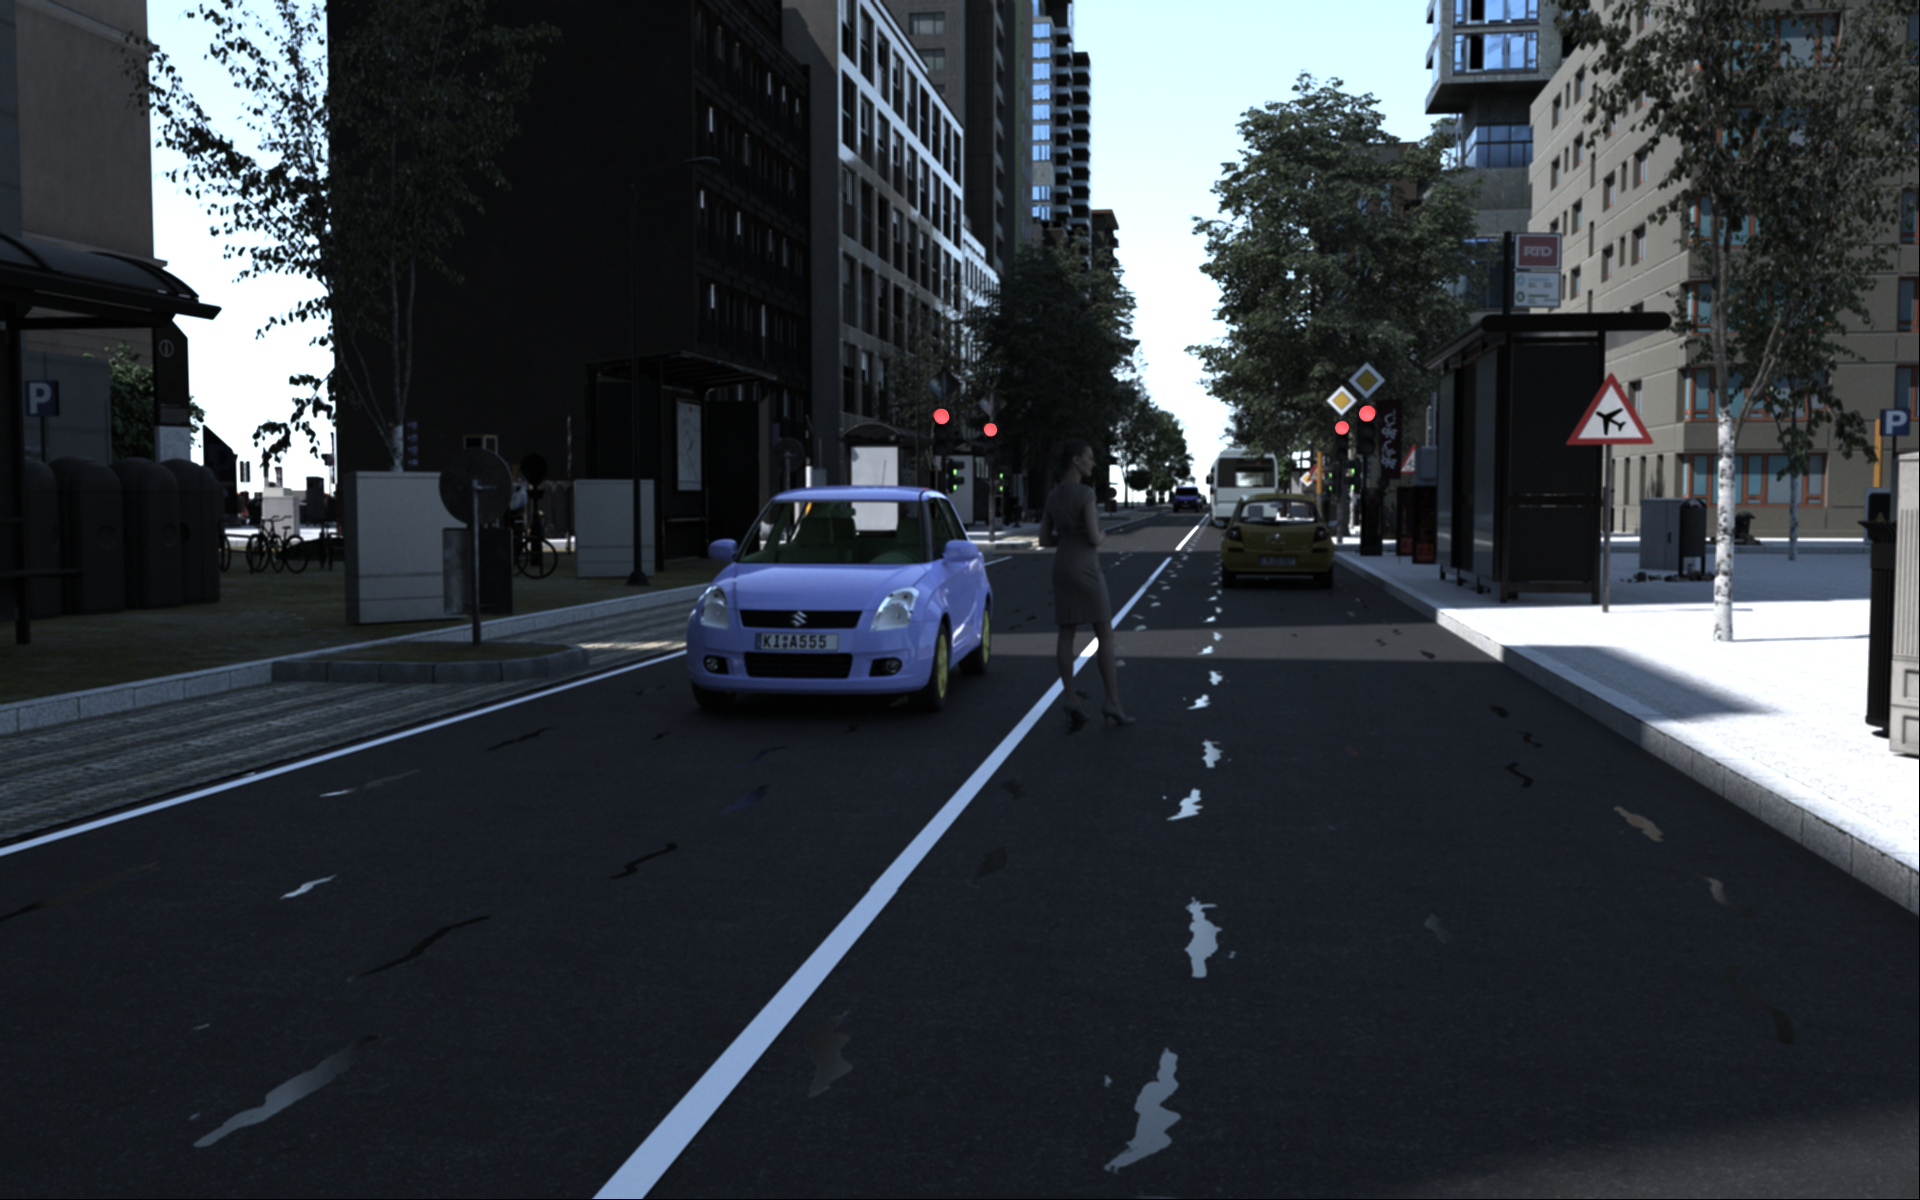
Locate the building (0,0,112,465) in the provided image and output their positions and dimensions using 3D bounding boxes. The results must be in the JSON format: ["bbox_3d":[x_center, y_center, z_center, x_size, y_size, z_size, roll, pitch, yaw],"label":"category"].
[{"bbox_3d":[-27.214,-35.646,21.067,20.611,71.187,20.563,1,4,9],"label":"building"}]

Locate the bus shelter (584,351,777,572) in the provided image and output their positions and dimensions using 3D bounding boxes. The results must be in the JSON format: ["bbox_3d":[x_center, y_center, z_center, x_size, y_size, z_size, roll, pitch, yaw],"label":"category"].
[{"bbox_3d":[-4.951,-2.469,31.645,1.731,3.624,6.357,1,4,9],"label":"bus shelter"}]

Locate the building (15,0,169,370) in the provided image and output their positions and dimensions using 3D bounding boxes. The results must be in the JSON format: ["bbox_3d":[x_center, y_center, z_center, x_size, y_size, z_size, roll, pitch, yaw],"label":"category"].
[{"bbox_3d":[-43.729,-17.168,66.599,20.117,28.700,13.634,1,4,9],"label":"building"}]

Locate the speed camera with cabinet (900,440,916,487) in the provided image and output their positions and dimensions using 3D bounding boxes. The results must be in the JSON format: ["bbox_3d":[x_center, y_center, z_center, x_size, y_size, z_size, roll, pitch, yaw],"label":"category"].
[{"bbox_3d":[-1.644,-4.229,63.478,0.660,3.252,2.038,-2,4,-31],"label":"speed camera with cabinet"}]

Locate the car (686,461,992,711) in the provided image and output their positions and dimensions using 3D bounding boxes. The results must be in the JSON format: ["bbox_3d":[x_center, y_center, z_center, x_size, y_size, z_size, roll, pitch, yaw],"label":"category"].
[{"bbox_3d":[-0.776,-0.186,12.635,1.945,1.707,3.694,0,4,8],"label":"car"}]

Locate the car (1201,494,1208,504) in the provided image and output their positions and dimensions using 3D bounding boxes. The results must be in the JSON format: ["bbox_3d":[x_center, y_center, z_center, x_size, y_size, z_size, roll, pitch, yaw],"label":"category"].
[{"bbox_3d":[34.474,-14.568,247.973,2.009,1.686,4.222,0,4,7],"label":"car"}]

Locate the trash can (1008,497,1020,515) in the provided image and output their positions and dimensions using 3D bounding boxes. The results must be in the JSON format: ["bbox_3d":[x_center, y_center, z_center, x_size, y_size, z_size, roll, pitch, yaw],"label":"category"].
[{"bbox_3d":[2.597,-4.520,85.555,0.748,1.137,0.748,0,3,0],"label":"trash can"}]

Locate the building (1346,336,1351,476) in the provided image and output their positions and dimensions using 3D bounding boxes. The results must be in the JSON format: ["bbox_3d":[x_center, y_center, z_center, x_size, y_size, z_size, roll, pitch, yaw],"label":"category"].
[{"bbox_3d":[52.677,-19.802,168.797,27.650,21.520,28.899,1,4,9],"label":"building"}]

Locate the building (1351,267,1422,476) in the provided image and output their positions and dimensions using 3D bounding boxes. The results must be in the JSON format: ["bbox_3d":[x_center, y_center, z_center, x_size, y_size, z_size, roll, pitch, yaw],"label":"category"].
[{"bbox_3d":[47.216,-18.068,140.450,27.650,21.520,28.899,1,4,9],"label":"building"}]

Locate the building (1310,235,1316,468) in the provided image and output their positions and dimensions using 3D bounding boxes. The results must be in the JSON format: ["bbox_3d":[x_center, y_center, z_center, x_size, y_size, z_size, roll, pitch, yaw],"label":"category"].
[{"bbox_3d":[56.429,-34.244,243.489,14.154,41.232,14.086,1,4,9],"label":"building"}]

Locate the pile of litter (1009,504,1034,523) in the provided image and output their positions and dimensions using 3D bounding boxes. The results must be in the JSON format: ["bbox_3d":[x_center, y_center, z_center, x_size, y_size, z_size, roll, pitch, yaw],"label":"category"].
[{"bbox_3d":[2.866,-3.953,78.593,1.719,0.858,1.176,-3,5,-43],"label":"pile of litter"}]

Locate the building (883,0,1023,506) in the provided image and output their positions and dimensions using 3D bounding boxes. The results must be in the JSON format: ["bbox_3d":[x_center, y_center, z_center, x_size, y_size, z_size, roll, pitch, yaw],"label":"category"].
[{"bbox_3d":[-3.057,-27.306,130.048,14.154,41.232,14.086,1,4,9],"label":"building"}]

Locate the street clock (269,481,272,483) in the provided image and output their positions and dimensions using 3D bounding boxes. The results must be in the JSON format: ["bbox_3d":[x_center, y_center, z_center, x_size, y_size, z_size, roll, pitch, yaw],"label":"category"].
[{"bbox_3d":[-39.522,-5.803,99.451,0.471,2.002,0.358,-3,5,-40],"label":"street clock"}]

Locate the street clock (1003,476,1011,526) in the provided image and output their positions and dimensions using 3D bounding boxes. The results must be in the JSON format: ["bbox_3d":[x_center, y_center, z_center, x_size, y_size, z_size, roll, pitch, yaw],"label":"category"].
[{"bbox_3d":[1.909,-4.019,70.274,0.358,2.002,0.471,0,4,7],"label":"street clock"}]

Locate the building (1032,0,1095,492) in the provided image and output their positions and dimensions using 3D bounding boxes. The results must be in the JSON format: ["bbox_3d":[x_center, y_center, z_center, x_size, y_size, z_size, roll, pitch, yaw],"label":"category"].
[{"bbox_3d":[7.255,-56.034,228.834,22.319,86.520,31.000,1,4,9],"label":"building"}]

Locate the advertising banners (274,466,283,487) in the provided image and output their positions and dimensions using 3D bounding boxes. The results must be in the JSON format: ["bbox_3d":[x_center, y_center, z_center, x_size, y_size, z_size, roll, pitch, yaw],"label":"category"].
[{"bbox_3d":[-42.290,-6.934,109.561,2.074,3.025,0.090,-3,4,-36],"label":"advertising banners"}]

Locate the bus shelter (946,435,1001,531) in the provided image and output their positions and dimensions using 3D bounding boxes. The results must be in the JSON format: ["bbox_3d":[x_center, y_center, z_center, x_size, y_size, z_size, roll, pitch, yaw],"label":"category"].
[{"bbox_3d":[0.122,-4.199,62.573,2.014,3.302,5.546,1,4,9],"label":"bus shelter"}]

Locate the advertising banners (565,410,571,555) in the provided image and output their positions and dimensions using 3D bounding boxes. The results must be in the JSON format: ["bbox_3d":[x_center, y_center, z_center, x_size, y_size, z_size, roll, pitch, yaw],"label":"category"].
[{"bbox_3d":[-8.363,-2.495,36.985,0.090,3.025,2.074,-1,4,-15],"label":"advertising banners"}]

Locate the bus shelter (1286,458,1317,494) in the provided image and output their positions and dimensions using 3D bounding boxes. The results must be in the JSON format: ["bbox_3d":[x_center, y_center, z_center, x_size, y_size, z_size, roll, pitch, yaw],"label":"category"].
[{"bbox_3d":[19.789,-6.454,99.439,2.014,3.302,5.546,1,4,9],"label":"bus shelter"}]

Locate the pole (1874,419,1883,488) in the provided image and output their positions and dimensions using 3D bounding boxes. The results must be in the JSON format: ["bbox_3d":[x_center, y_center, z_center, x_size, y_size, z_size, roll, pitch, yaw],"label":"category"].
[{"bbox_3d":[25.107,-3.274,47.375,0.158,3.312,0.155,0,3,0],"label":"pole"}]

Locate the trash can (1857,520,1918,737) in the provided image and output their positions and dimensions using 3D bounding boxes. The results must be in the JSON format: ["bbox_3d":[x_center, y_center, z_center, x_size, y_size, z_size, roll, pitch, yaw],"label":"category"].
[{"bbox_3d":[5.118,0.156,9.099,0.748,1.137,0.748,0,3,0],"label":"trash can"}]

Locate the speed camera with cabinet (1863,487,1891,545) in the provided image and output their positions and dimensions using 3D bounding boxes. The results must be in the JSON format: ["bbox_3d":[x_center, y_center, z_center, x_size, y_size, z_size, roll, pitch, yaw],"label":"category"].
[{"bbox_3d":[23.413,-2.957,42.683,0.660,3.252,2.038,-2,4,-28],"label":"speed camera with cabinet"}]

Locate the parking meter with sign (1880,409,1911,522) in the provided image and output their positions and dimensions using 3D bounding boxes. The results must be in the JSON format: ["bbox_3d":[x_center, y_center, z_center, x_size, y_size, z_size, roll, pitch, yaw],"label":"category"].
[{"bbox_3d":[18.980,-2.355,34.770,0.543,3.016,1.738,1,4,13],"label":"parking meter with sign"}]

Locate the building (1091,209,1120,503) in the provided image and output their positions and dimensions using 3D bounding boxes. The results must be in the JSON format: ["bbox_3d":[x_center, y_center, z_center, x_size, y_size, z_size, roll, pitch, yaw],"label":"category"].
[{"bbox_3d":[12.350,-37.011,259.759,22.147,44.769,28.867,1,4,9],"label":"building"}]

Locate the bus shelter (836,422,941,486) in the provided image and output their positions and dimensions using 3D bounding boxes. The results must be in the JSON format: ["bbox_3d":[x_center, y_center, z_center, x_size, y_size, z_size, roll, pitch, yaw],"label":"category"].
[{"bbox_3d":[-2.069,-3.512,51.352,2.014,3.302,5.546,1,4,9],"label":"bus shelter"}]

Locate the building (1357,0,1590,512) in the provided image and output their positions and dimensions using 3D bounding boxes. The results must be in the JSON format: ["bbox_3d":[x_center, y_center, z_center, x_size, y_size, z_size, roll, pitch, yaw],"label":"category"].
[{"bbox_3d":[35.850,-48.117,99.376,22.319,86.520,31.000,1,4,9],"label":"building"}]

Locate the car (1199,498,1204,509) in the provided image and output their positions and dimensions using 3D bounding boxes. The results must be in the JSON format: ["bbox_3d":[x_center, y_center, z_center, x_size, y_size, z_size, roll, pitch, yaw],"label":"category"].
[{"bbox_3d":[22.086,-9.495,164.036,1.959,1.807,4.718,0,4,8],"label":"car"}]

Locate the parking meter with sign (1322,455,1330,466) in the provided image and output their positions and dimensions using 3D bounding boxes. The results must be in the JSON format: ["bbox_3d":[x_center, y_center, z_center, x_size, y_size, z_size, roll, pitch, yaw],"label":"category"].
[{"bbox_3d":[16.891,-4.968,77.481,0.543,3.016,1.738,-2,4,-33],"label":"parking meter with sign"}]

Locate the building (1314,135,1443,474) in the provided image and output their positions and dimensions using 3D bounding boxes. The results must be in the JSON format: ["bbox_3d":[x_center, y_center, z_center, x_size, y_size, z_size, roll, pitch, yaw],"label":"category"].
[{"bbox_3d":[51.643,-34.585,215.569,14.600,45.320,14.200,1,4,9],"label":"building"}]

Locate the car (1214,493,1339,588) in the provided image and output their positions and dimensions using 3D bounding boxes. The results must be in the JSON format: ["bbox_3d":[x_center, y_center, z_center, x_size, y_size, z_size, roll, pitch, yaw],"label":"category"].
[{"bbox_3d":[5.077,-1.076,27.811,2.015,1.641,3.980,1,4,10],"label":"car"}]

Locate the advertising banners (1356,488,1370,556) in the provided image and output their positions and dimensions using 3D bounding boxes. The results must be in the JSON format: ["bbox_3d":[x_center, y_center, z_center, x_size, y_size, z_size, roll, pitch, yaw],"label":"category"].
[{"bbox_3d":[9.258,-2.425,35.833,2.074,3.025,0.090,0,4,2],"label":"advertising banners"}]

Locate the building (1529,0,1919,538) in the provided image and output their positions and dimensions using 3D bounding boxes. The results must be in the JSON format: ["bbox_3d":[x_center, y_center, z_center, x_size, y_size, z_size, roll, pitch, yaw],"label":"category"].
[{"bbox_3d":[37.532,-13.245,61.592,28.899,21.520,27.650,1,4,9],"label":"building"}]

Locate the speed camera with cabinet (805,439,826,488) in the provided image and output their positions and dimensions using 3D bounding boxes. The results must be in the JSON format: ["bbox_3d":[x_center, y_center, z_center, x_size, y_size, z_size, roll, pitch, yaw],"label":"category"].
[{"bbox_3d":[-5.566,-4.181,62.690,0.660,3.252,2.038,-2,4,-33],"label":"speed camera with cabinet"}]

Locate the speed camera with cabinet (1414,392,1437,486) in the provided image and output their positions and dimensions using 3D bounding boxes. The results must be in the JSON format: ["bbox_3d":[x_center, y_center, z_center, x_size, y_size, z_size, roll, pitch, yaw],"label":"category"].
[{"bbox_3d":[9.803,-2.382,33.288,2.038,3.252,0.660,3,5,40],"label":"speed camera with cabinet"}]

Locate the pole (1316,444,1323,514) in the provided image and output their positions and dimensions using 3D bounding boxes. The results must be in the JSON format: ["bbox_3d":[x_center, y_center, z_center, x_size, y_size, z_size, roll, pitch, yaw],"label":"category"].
[{"bbox_3d":[13.773,-4.436,66.364,0.158,3.312,0.155,0,3,0],"label":"pole"}]

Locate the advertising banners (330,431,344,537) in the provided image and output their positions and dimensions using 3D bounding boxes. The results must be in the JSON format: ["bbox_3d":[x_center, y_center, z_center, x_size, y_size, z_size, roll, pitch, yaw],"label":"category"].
[{"bbox_3d":[-17.682,-3.247,49.282,0.090,3.025,2.074,-1,4,-9],"label":"advertising banners"}]

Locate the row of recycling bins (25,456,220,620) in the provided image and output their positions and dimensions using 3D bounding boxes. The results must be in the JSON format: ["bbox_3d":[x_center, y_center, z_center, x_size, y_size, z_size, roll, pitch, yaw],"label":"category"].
[{"bbox_3d":[-9.445,-0.737,19.158,1.069,1.692,3.534,1,4,12],"label":"row of recycling bins"}]

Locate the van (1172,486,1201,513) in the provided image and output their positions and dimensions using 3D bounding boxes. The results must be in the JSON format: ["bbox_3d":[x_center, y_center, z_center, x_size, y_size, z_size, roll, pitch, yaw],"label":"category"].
[{"bbox_3d":[17.583,-7.941,134.223,2.240,2.365,5.245,1,4,9],"label":"van"}]

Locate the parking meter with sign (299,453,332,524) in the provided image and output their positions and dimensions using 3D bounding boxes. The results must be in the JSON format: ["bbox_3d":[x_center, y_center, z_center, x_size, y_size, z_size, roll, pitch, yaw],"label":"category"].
[{"bbox_3d":[-27.704,-4.782,74.453,1.738,3.016,0.543,2,4,24],"label":"parking meter with sign"}]

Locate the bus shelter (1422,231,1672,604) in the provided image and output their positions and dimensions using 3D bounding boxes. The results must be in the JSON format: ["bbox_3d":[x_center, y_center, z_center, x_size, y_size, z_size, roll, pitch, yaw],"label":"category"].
[{"bbox_3d":[7.781,-2.856,24.321,2.179,5.291,8.768,1,4,9],"label":"bus shelter"}]

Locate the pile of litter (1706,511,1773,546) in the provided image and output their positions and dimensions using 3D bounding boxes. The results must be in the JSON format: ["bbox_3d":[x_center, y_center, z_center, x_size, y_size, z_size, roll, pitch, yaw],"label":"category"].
[{"bbox_3d":[19.595,-1.817,43.668,1.176,0.858,1.719,-1,4,-20],"label":"pile of litter"}]

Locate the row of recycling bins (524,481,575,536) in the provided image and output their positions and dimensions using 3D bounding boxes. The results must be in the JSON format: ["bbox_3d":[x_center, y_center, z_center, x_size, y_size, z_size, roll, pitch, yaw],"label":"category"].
[{"bbox_3d":[-12.501,-2.831,53.392,1.069,1.692,3.534,0,4,6],"label":"row of recycling bins"}]

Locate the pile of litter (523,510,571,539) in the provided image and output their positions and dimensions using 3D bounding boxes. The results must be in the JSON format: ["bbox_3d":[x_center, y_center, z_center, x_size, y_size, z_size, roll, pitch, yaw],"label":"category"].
[{"bbox_3d":[-12.015,-2.182,49.634,1.719,0.858,1.176,1,4,22],"label":"pile of litter"}]

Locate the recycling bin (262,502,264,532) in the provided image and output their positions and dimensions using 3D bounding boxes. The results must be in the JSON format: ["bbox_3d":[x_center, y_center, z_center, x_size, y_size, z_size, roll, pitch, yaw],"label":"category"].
[{"bbox_3d":[-23.163,-2.820,58.662,0.722,1.027,0.722,0,4,-7],"label":"recycling bin"}]

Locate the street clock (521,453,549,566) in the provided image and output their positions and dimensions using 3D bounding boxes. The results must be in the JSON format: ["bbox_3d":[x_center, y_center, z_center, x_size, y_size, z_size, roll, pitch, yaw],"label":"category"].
[{"bbox_3d":[-7.600,-1.617,31.015,0.471,2.002,0.358,0,4,-4],"label":"street clock"}]

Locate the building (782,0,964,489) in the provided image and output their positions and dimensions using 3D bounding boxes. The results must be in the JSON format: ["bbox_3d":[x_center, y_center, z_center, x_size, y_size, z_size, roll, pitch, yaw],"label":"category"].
[{"bbox_3d":[-11.886,-17.406,89.104,19.350,26.468,34.151,1,4,9],"label":"building"}]

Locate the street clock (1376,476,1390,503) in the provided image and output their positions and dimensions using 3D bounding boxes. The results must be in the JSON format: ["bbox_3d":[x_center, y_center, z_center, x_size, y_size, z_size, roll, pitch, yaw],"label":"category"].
[{"bbox_3d":[16.668,-3.896,68.268,0.471,2.002,0.358,-1,4,-17],"label":"street clock"}]

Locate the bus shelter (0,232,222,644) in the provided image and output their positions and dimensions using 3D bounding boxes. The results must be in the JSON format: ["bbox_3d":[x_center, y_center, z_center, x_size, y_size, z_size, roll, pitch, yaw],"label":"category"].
[{"bbox_3d":[-7.680,-1.117,12.188,2.014,3.302,5.546,1,4,9],"label":"bus shelter"}]

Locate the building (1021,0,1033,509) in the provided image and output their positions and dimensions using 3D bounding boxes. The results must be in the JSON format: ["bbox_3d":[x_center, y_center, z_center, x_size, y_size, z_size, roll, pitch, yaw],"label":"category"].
[{"bbox_3d":[-1.614,-30.206,143.984,14.600,45.320,14.200,1,4,9],"label":"building"}]

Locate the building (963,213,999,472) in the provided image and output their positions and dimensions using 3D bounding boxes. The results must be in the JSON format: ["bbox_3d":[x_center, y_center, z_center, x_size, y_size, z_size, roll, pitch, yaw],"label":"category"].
[{"bbox_3d":[-3.648,-15.843,113.787,10.420,20.320,16.860,1,4,9],"label":"building"}]

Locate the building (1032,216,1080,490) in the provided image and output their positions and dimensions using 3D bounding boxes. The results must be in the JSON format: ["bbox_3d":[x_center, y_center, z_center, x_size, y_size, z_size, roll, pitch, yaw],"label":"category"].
[{"bbox_3d":[4.960,-25.125,182.493,14.160,30.474,14.107,1,4,9],"label":"building"}]

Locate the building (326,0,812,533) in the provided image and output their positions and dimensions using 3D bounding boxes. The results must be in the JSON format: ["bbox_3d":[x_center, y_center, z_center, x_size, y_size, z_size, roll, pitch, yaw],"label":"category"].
[{"bbox_3d":[-13.325,-14.301,63.494,12.332,23.373,15.834,1,4,9],"label":"building"}]

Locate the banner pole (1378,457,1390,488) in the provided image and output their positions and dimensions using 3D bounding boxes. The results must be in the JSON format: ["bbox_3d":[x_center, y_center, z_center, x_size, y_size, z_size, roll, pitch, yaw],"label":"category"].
[{"bbox_3d":[19.158,-5.412,78.504,0.401,3.779,0.863,-3,4,-37],"label":"banner pole"}]

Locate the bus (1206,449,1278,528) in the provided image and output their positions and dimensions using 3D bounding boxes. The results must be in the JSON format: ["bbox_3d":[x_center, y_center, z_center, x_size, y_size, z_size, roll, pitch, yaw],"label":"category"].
[{"bbox_3d":[12.421,-5.001,76.620,2.948,3.499,13.247,0,4,7],"label":"bus"}]
